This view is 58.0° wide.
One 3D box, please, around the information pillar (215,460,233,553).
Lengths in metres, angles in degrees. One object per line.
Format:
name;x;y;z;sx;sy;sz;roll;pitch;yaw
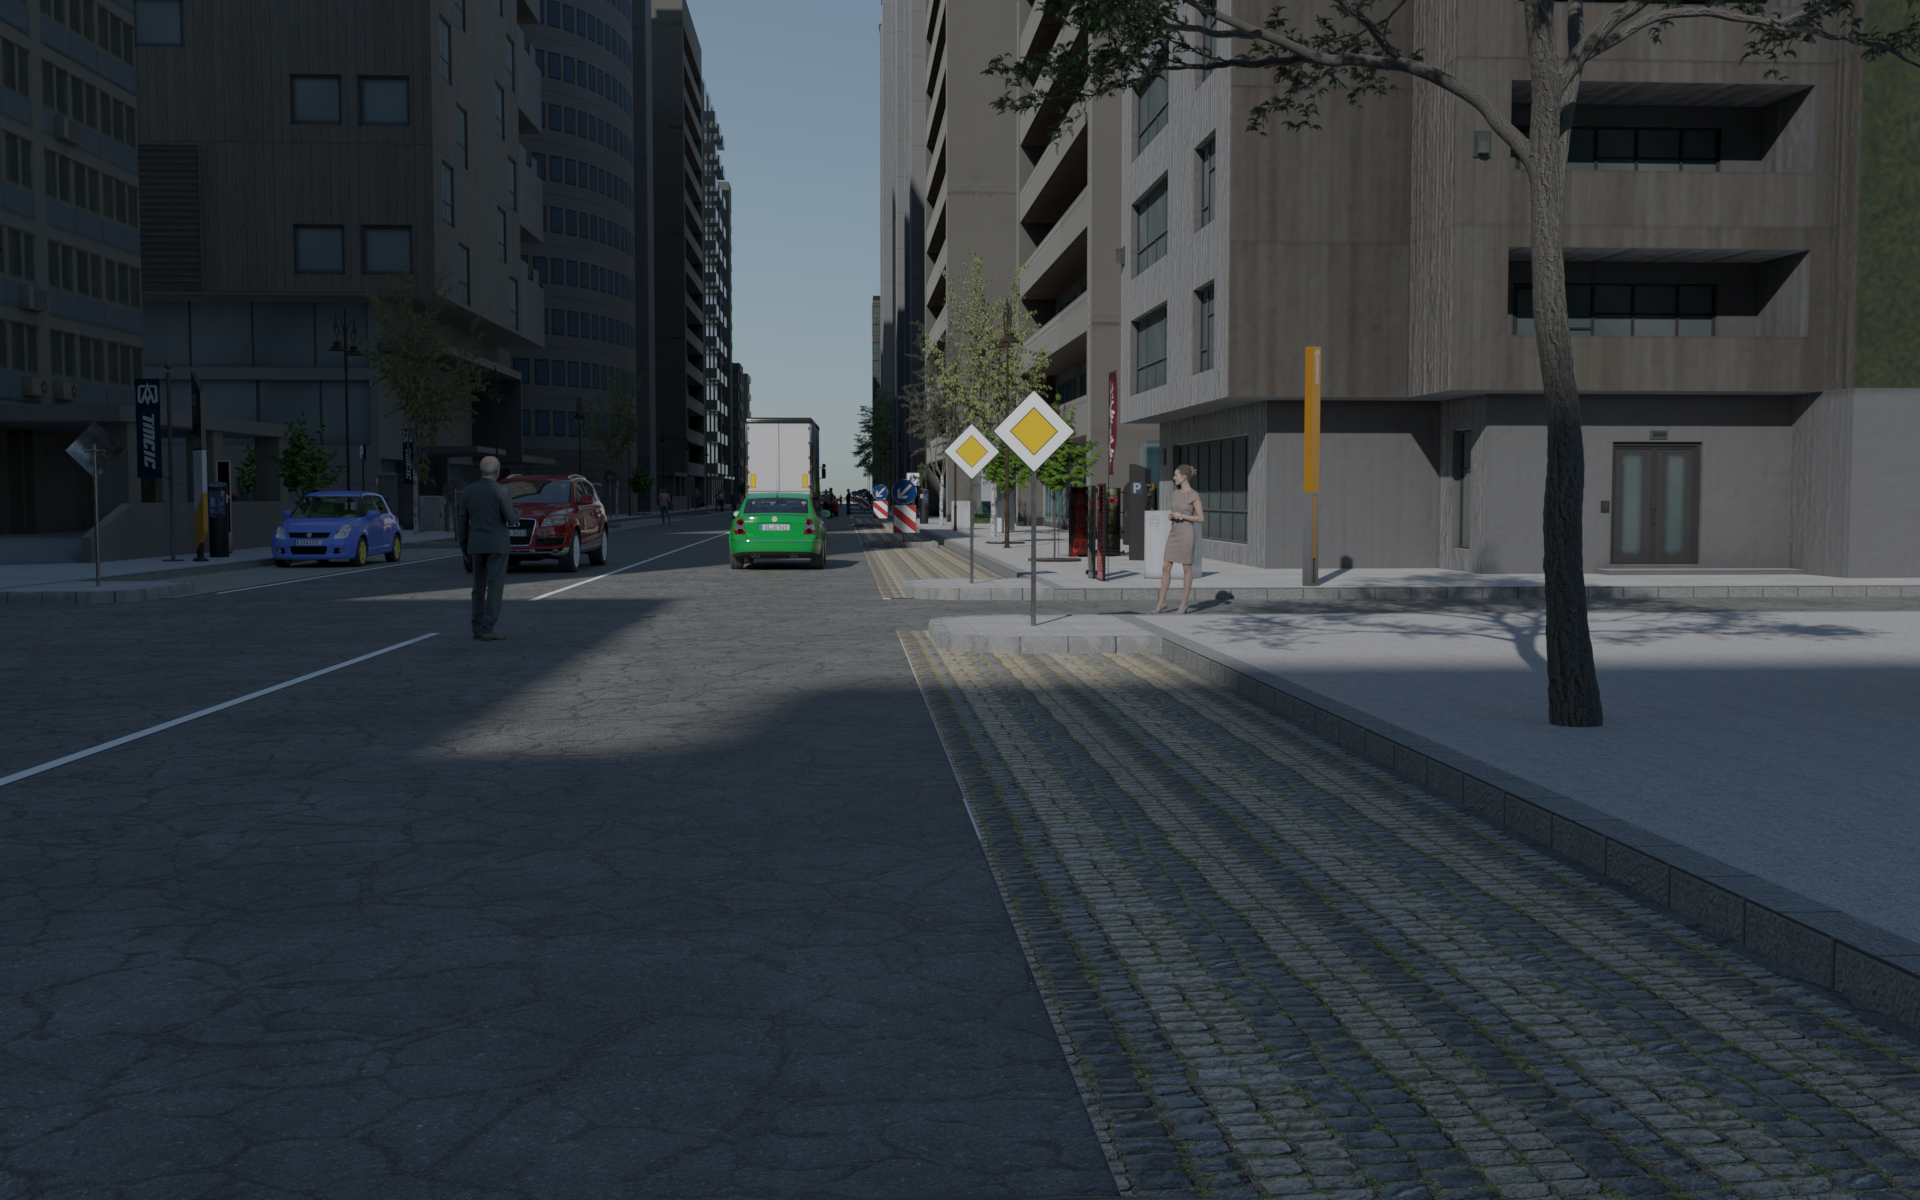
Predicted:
information pillar;-15.904;-2.015;37.438;0.304;2.012;0.304;-1;4;-23

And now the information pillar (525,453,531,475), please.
information pillar;-24.460;-6.534;98.190;0.183;3.616;0.504;1;4;16

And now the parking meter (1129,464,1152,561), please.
parking meter;3.486;-1.697;33.464;0.399;1.863;0.255;2;4;34

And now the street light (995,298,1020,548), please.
street light;1.120;-4.172;41.007;0.468;5.910;1.993;0;4;-4

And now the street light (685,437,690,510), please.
street light;-21.886;-10.186;139.324;0.468;5.910;1.993;0;4;-4

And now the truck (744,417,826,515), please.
truck;-6.890;-4.894;68.933;2.839;4.237;11.283;0;4;-3

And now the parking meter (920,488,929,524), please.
parking meter;-1.542;-4.037;74.416;0.372;1.533;0.369;0;3;0

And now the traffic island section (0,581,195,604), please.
traffic island section;-11.974;-0.107;24.026;2.009;0.180;2.903;0;4;-4

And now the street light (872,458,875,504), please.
street light;-9.840;-13.909;200.204;0.468;5.910;1.993;0;4;-4

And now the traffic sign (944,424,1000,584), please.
traffic sign;0.166;-1.292;24.773;0.795;2.450;0.064;0;4;-4

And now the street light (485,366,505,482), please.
street light;-16.719;-5.487;62.505;0.468;5.910;1.993;0;4;-4

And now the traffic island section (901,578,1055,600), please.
traffic island section;0.189;-0.157;24.852;2.009;0.180;2.903;0;4;-4

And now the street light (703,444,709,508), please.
street light;-23.304;-11.411;159.365;0.468;5.910;1.993;0;4;-4

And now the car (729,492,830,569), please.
car;-3.562;-1.561;34.324;1.959;1.807;4.718;0;4;-3

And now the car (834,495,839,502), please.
car;-11.433;-8.460;150.321;2.014;1.417;4.499;0;4;-4

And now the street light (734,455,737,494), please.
street light;-26.273;-14.072;202.859;0.468;5.910;1.993;0;4;-4

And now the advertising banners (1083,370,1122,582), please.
advertising banners;2.086;-1.796;25.551;0.090;3.025;2.074;0;4;-6

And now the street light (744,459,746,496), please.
street light;-27.572;-15.261;222.296;0.468;5.910;1.993;0;4;-4

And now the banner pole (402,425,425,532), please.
banner pole;-18.373;-4.164;58.096;0.863;3.779;0.401;2;4;24

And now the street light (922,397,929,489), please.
street light;-1.575;-6.567;80.164;0.468;5.910;1.993;0;4;-4

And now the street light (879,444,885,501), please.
street light;-6.793;-11.240;156.565;0.468;5.910;1.993;0;4;-4

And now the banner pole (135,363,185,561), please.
banner pole;-15.301;-2.632;33.053;0.863;3.779;0.401;0;4;-3

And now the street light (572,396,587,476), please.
street light;-17.932;-6.665;81.763;0.468;5.910;1.993;0;4;-4

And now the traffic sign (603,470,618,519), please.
traffic sign;-18.183;-5.502;90.057;0.768;2.556;0.104;0;4;5

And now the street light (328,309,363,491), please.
street light;-15.351;-4.318;43.391;0.468;5.910;1.993;0;4;-4

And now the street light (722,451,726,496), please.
street light;-24.934;-12.877;183.325;0.468;5.910;1.993;0;4;-4

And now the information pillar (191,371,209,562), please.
information pillar;-14.413;-2.537;32.830;0.183;3.616;0.504;-3;5;-42

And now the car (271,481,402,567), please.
car;-12.562;-1.552;34.959;1.945;1.707;3.694;0;4;-2

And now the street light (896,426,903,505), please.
street light;-4.111;-8.892;118.165;0.468;5.910;1.993;0;4;-4

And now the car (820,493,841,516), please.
car;-8.833;-6.334;112.607;2.155;1.783;4.494;0;4;-6

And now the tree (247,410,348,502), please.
tree;-15.112;-2.764;39.794;1.663;3.219;1.824;0;3;0

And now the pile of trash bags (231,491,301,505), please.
pile of trash bags;-23.604;-3.041;59.473;3.447;1.369;1.912;-3;5;-42

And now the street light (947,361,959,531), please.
street light;-0.162;-5.349;60.252;0.468;5.910;1.993;0;4;-4

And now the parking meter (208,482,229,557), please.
parking meter;-15.065;-1.638;35.188;0.372;1.533;0.369;0;3;0

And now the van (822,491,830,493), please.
van;-17.714;-13.632;229.894;2.013;2.044;4.112;0;4;-4

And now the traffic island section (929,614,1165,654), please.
traffic island section;0.735;0.330;16.886;2.009;0.180;2.903;0;4;-4

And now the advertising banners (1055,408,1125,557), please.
advertising banners;2.466;-2.396;35.358;2.074;3.025;0.090;-2;4;-27

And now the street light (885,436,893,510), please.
street light;-5.511;-10.060;137.276;0.468;5.910;1.993;0;4;-4

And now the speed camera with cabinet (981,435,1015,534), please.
speed camera with cabinet;1.244;-3.832;56.983;0.660;3.252;2.038;1;4;18

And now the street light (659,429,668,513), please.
street light;-20.579;-9.016;120.206;0.468;5.910;1.993;0;4;-4

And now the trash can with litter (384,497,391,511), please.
trash can with litter;-30.711;-5.001;93.151;1.055;1.170;0.624;0;4;8

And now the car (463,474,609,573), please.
car;-8.094;-1.510;33.358;2.281;1.827;5.304;0;4;-2

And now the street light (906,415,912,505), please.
street light;-2.877;-7.749;99.483;0.468;5.910;1.993;0;4;-4

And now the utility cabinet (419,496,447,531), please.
utility cabinet;-18.320;-3.004;60.277;0.306;1.237;1.020;2;4;29

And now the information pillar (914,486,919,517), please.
information pillar;-2.448;-5.666;97.125;0.304;2.012;0.304;-1;4;-12

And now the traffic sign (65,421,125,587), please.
traffic sign;-11.951;-1.243;23.966;0.795;2.450;0.064;0;4;-4

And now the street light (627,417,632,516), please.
street light;-19.240;-7.822;100.679;0.468;5.910;1.993;0;4;-4

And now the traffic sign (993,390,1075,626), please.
traffic sign;0.712;-0.805;16.807;0.795;2.450;0.064;0;4;-4

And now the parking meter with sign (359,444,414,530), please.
parking meter with sign;-20.314;-3.985;61.421;1.738;3.016;0.543;-2;4;-34

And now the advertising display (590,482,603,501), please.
advertising display;-19.438;-5.313;92.073;0.974;1.923;0.123;-3;5;-42

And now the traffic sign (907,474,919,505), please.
traffic sign;-2.283;-5.039;84.514;0.606;2.300;0.079;0;4;5

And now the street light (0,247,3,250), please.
street light;-13.957;-3.149;24.279;0.468;5.910;1.993;0;4;-4
